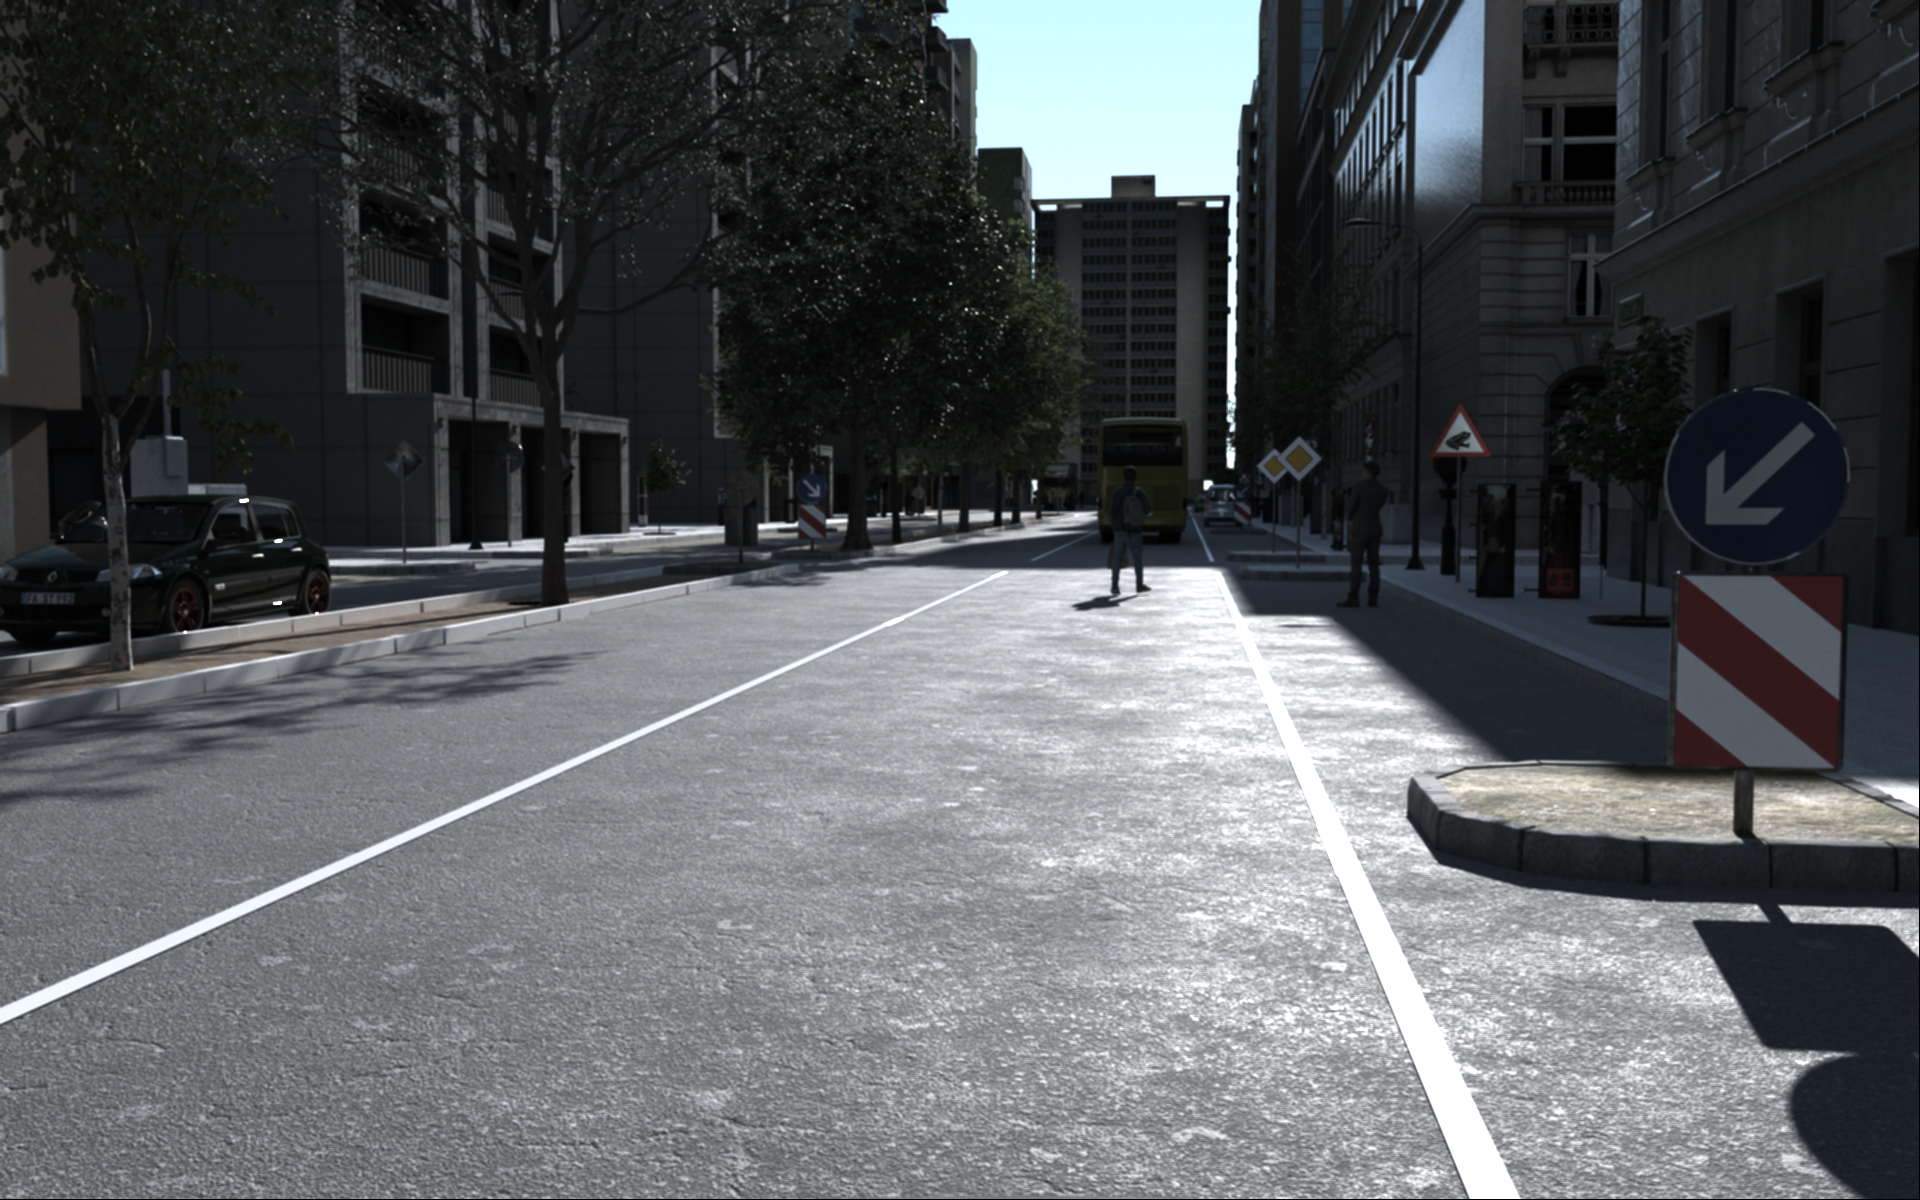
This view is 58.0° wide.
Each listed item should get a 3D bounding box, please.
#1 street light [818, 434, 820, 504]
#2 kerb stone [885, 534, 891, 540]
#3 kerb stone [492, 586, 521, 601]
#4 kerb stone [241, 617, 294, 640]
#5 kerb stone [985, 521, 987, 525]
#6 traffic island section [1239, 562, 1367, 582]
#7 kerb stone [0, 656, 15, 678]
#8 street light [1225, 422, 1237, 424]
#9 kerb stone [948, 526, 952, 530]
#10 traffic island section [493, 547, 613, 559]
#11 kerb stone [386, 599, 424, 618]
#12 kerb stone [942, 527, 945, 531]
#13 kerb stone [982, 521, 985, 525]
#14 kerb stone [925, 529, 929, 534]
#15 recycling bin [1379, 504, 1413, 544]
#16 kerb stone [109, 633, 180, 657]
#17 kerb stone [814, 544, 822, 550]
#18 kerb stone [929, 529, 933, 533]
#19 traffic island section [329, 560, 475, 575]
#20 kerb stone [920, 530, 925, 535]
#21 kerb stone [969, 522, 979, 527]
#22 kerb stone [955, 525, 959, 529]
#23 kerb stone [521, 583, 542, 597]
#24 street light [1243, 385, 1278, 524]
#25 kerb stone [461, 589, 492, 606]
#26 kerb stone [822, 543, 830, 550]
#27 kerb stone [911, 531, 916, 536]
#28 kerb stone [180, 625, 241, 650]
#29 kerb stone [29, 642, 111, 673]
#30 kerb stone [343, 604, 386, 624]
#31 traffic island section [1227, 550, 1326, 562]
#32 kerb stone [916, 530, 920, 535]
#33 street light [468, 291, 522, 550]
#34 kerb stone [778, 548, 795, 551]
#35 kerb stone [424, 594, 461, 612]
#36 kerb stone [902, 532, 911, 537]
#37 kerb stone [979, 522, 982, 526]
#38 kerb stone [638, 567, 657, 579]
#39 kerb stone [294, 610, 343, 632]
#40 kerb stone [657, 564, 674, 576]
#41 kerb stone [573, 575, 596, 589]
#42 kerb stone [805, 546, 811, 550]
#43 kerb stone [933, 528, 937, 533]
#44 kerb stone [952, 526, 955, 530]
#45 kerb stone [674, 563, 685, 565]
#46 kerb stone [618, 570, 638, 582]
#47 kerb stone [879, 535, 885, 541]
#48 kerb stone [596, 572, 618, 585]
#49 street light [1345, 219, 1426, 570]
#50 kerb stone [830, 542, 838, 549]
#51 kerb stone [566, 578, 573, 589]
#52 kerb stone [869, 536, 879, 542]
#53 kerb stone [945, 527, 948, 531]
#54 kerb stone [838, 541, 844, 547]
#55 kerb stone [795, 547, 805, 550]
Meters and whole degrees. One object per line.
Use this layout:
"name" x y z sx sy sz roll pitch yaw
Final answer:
"street light" -5.803 -6.419 77.484 1.470 5.913 1.316 0 4 7
"kerb stone" -2.363 -1.908 53.469 0.120 0.150 1.000 0 4 7
"kerb stone" -6.218 -0.076 23.443 0.120 0.150 1.000 0 4 7
"kerb stone" -7.003 0.304 17.342 0.120 0.150 1.000 0 4 7
"kerb stone" 1.029 -3.526 79.913 0.120 0.150 1.000 0 4 7
"traffic island section" 5.848 -0.464 29.870 2.009 0.180 2.903 0 4 7
"kerb stone" -7.519 0.548 13.267 0.120 0.150 1.000 0 4 7
"street light" 17.779 -8.513 111.722 1.470 5.913 1.316 0 4 7
"kerb stone" -0.539 -2.784 67.720 0.120 0.150 1.000 0 4 7
"traffic island section" -9.246 -1.075 39.854 2.009 0.180 2.903 0 4 7
"kerb stone" -6.613 0.111 20.399 0.120 0.150 1.000 0 4 7
"kerb stone" -0.803 -2.660 65.681 0.120 0.150 1.000 0 4 7
"kerb stone" 0.898 -3.466 78.899 0.120 0.150 1.000 0 4 7
"kerb stone" -1.314 -2.407 61.605 0.120 0.150 1.000 0 4 7
"recycling bin" 11.208 -1.957 44.551 0.722 1.027 0.722 -1 4 -19
"kerb stone" -7.257 0.422 15.303 0.120 0.150 1.000 0 4 7
"kerb stone" -3.670 -1.288 43.291 0.120 0.150 1.000 0 4 7
"kerb stone" -1.192 -2.464 62.621 0.120 0.150 1.000 0 4 7
"traffic island section" -10.262 -0.590 31.934 2.009 0.180 2.903 0 4 7
"kerb stone" -1.444 -2.348 60.584 0.120 0.150 1.000 0 4 7
"kerb stone" 0.635 -3.344 76.871 0.120 0.150 1.000 0 4 7
"kerb stone" -0.275 -2.907 69.756 0.120 0.150 1.000 0 4 7
"kerb stone" -6.089 -0.137 24.461 0.120 0.150 1.000 0 4 7
"street light" 12.913 -6.177 73.534 1.470 5.913 1.316 0 4 7
"kerb stone" -6.346 -0.012 22.429 0.120 0.150 1.000 0 4 7
"kerb stone" -3.542 -1.347 44.305 0.120 0.150 1.000 0 4 7
"kerb stone" -1.710 -2.224 58.553 0.120 0.150 1.000 0 4 7
"kerb stone" -7.125 0.361 16.322 0.120 0.150 1.000 0 4 7
"kerb stone" -7.385 0.484 14.280 0.120 0.150 1.000 0 4 7
"kerb stone" -6.735 0.172 19.384 0.120 0.150 1.000 0 4 7
"traffic island section" 6.864 -0.949 37.790 2.009 0.180 2.903 0 4 7
"kerb stone" -1.589 -2.286 59.568 0.120 0.150 1.000 0 4 7
"street light" -10.649 -4.113 39.789 1.470 5.913 1.316 0 4 7
"kerb stone" -4.052 -1.102 40.238 0.120 0.150 1.000 0 4 7
"kerb stone" -6.472 0.048 21.411 0.120 0.150 1.000 0 4 7
"kerb stone" -1.836 -2.162 57.539 0.120 0.150 1.000 0 4 7
"kerb stone" 0.758 -3.405 77.886 0.120 0.150 1.000 0 4 7
"kerb stone" -5.427 -0.445 29.547 0.120 0.150 1.000 0 4 7
"kerb stone" -6.869 0.236 18.362 0.120 0.150 1.000 0 4 7
"kerb stone" -5.304 -0.512 30.564 0.120 0.150 1.000 0 4 7
"kerb stone" -5.828 -0.263 26.498 0.120 0.150 1.000 0 4 7
"kerb stone" -3.801 -1.221 42.277 0.120 0.150 1.000 0 4 7
"kerb stone" -1.062 -2.530 63.649 0.120 0.150 1.000 0 4 7
"kerb stone" -0.408 -2.838 68.739 0.120 0.150 1.000 0 4 7
"kerb stone" -5.172 -0.575 31.591 0.120 0.150 1.000 0 4 7
"kerb stone" -5.557 -0.388 28.533 0.120 0.150 1.000 0 4 7
"kerb stone" -2.487 -1.847 52.445 0.120 0.150 1.000 0 4 7
"kerb stone" -5.689 -0.326 27.520 0.120 0.150 1.000 0 4 7
"street light" 7.218 -3.477 29.388 1.470 5.913 1.316 0 4 7
"kerb stone" -3.410 -1.414 45.319 0.120 0.150 1.000 0 4 7
"kerb stone" -5.960 -0.200 25.475 0.120 0.150 1.000 0 4 7
"kerb stone" -2.626 -1.786 51.424 0.120 0.150 1.000 0 4 7
"kerb stone" -0.670 -2.720 66.704 0.120 0.150 1.000 0 4 7
"kerb stone" -3.281 -1.477 46.338 0.120 0.150 1.000 0 4 7
"kerb stone" -3.931 -1.166 41.253 0.120 0.150 1.000 0 4 7
